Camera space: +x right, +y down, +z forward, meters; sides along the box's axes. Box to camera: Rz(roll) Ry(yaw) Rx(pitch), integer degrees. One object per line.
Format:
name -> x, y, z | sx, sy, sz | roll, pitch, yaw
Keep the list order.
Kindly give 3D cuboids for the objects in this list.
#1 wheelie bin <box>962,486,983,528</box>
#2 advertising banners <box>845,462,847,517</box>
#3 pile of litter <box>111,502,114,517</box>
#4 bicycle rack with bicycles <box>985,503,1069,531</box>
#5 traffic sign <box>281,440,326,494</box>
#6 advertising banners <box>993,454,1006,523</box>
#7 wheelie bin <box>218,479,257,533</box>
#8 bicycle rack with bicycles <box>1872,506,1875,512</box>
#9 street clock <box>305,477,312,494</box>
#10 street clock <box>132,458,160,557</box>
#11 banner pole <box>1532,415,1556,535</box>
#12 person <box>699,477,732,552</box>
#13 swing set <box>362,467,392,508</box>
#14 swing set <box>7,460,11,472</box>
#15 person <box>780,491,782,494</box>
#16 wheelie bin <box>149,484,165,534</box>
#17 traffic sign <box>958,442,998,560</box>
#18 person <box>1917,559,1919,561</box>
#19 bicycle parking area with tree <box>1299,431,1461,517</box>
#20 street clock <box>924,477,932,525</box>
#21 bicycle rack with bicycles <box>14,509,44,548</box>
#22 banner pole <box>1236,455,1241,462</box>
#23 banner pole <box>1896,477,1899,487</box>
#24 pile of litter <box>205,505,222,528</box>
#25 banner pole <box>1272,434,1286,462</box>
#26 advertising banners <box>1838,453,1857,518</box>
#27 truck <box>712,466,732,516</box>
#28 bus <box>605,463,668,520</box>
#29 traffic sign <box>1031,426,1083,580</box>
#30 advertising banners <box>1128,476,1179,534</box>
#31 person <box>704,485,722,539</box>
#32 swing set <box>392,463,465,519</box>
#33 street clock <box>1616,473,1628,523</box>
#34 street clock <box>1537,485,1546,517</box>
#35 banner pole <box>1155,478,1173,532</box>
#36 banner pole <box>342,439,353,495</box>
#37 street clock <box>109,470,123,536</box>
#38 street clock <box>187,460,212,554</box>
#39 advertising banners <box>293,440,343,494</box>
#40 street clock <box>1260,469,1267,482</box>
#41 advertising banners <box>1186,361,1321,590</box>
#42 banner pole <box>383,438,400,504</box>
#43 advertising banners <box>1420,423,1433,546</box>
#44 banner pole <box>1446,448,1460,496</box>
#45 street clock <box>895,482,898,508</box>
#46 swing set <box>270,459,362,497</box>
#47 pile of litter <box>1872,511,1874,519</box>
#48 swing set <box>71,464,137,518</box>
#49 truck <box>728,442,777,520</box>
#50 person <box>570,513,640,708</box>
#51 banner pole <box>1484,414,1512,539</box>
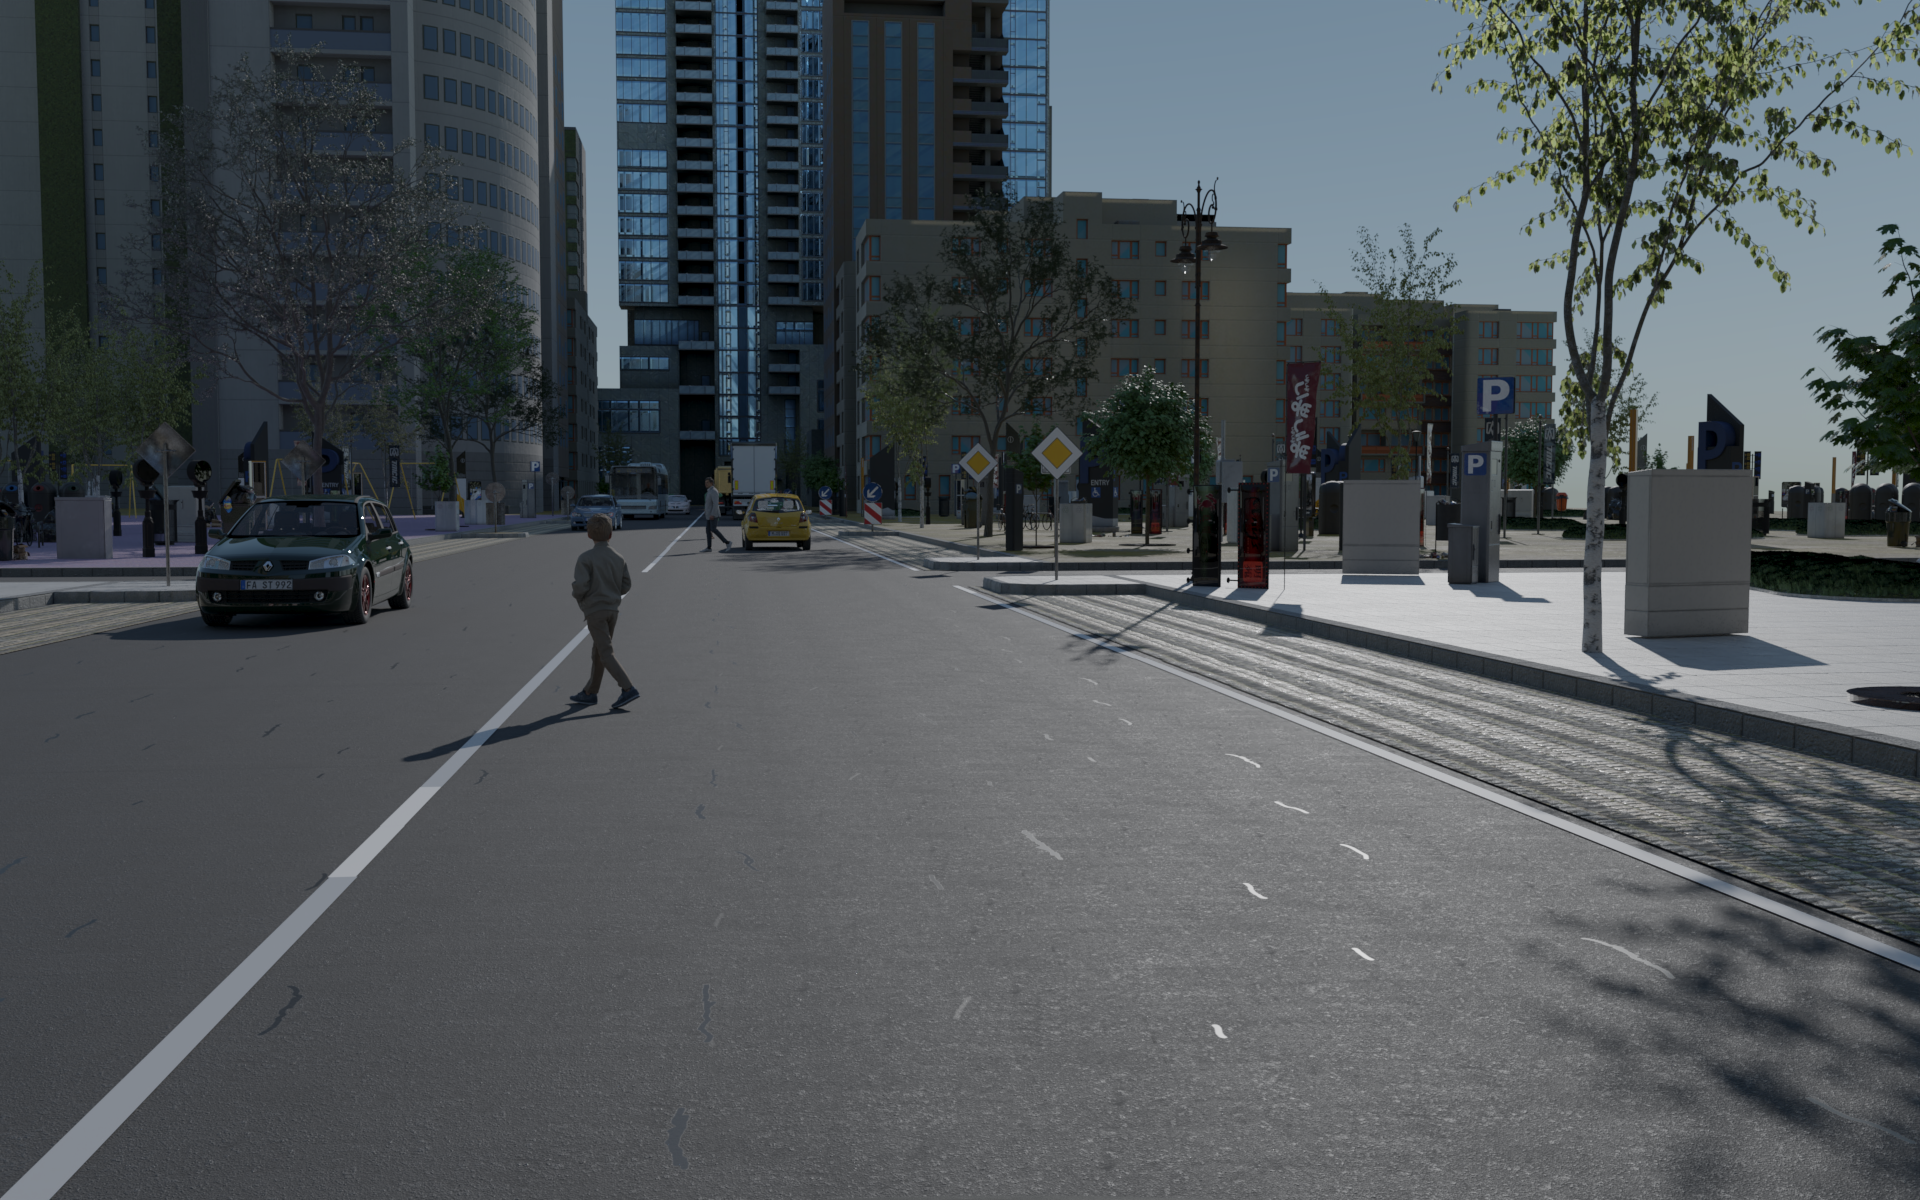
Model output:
wheelie bin -> 0.462, -3.505, 65.216 | 0.693, 1.594, 0.980 | -1, 4, -19
advertising banners -> -6.233, -6.030, 94.774 | 0.090, 3.025, 2.074 | 0, 4, -2
pile of litter -> -46.984, -4.966, 95.166 | 1.176, 0.858, 1.719 | 1, 4, 13
bicycle rack with bicycles -> 2.118, -2.922, 61.153 | 2.852, 0.926, 2.925 | -1, 4, -20
traffic sign -> -12.130, -1.736, 32.021 | 0.795, 2.450, 0.064 | 0, 4, -8
advertising banners -> 2.039, -4.937, 76.913 | 0.090, 3.025, 2.074 | 3, 5, 42
wheelie bin -> -15.618, -1.808, 37.476 | 0.693, 1.594, 0.980 | -1, 4, -12
bicycle rack with bicycles -> 50.327, -5.113, 96.977 | 2.852, 0.926, 2.925 | -1, 4, -15
street clock -> -26.306, -3.990, 69.799 | 0.358, 2.002, 0.471 | -1, 4, -22
street clock -> -16.484, -1.869, 35.136 | 0.471, 2.002, 0.358 | -3, 5, -43
banner pole -> 18.424, -3.946, 54.539 | 0.401, 3.779, 0.863 | -2, 4, -29
person -> -6.034, -2.103, 42.738 | 0.795, 1.843, 0.661 | -1, 4, -16
swing set -> -29.918, -5.357, 85.212 | 2.862, 2.851, 3.119 | 0, 4, -5
swing set -> -44.315, -5.035, 79.946 | 3.119, 2.851, 2.862 | 0, 4, 5
person -> -16.115, -8.965, 155.631 | 0.434, 1.755, 0.990 | -3, 4, -38
wheelie bin -> -25.923, -2.941, 55.987 | 0.693, 1.594, 0.980 | 0, 4, -1
traffic sign -> 0.351, -1.839, 33.707 | 0.795, 2.450, 0.064 | 0, 4, -8
person -> 18.557, -1.464, 33.114 | 0.598, 1.740, 0.731 | -1, 4, -22
bicycle parking area with tree -> 19.688, -5.768, 81.304 | 9.016, 4.147, 8.231 | 0, 4, -8
street clock -> -1.348, -4.180, 72.918 | 0.358, 2.002, 0.471 | 0, 4, -7
bicycle rack with bicycles -> -23.207, -1.722, 41.532 | 2.852, 0.926, 2.925 | -2, 4, -24
banner pole -> 17.709, -7.343, 110.080 | 0.401, 3.779, 0.863 | -1, 4, -15
banner pole -> 40.130, -5.145, 74.135 | 0.401, 3.779, 0.863 | 3, 4, 36
pile of litter -> -28.919, -3.218, 66.576 | 1.719, 0.858, 1.176 | -1, 4, -18
banner pole -> 13.240, -5.028, 72.227 | 0.863, 3.779, 0.401 | 3, 5, 42
advertising banners -> 36.418, -4.582, 71.101 | 0.090, 3.025, 2.074 | 1, 4, 11
truck -> -15.357, -7.499, 118.534 | 3.469, 3.379, 9.791 | 0, 4, -6
bus -> -18.380, -6.404, 99.563 | 2.948, 3.499, 13.247 | 0, 4, -7
traffic sign -> 1.437, -1.355, 25.796 | 0.795, 2.450, 0.064 | 0, 4, -8
advertising banners -> 6.227, -3.613, 55.258 | 2.074, 3.025, 0.090 | 3, 5, 43
person -> -7.968, -2.858, 55.475 | 0.600, 1.795, 0.529 | 1, 4, 20
swing set -> -26.877, -5.453, 86.776 | 3.119, 2.851, 2.862 | 1, 4, 12
street clock -> 23.318, -3.447, 60.928 | 0.358, 2.002, 0.471 | -3, 4, -36
street clock -> 24.907, -4.265, 74.304 | 0.358, 2.002, 0.471 | -1, 4, -21
banner pole -> 6.877, -4.204, 58.749 | 0.401, 3.779, 0.863 | -2, 4, -35
banner pole -> -27.936, -5.450, 79.127 | 0.401, 3.779, 0.863 | 1, 4, 20
street clock -> -25.729, -2.952, 52.830 | 0.358, 2.002, 0.471 | 0, 4, -4
street clock -> -16.221, -1.982, 36.978 | 0.358, 2.002, 0.471 | 2, 4, 24
advertising banners -> -21.189, -3.732, 57.209 | 0.090, 3.025, 2.074 | 2, 4, 25
street clock -> 8.910, -2.773, 49.914 | 0.471, 2.002, 0.358 | -1, 4, -21
advertising banners -> 3.960, -1.668, 23.457 | 2.074, 3.025, 0.090 | 3, 5, 42
banner pole -> -25.578, -5.374, 77.874 | 0.863, 3.779, 0.401 | -2, 4, -24
advertising banners -> 11.302, -2.828, 42.426 | 0.090, 3.025, 2.074 | 2, 4, 29
banner pole -> 26.509, -6.322, 93.374 | 0.863, 3.779, 0.401 | 2, 4, 29
street clock -> -3.858, -6.098, 104.276 | 0.471, 2.002, 0.358 | 2, 4, 32
swing set -> -28.728, -4.845, 76.830 | 3.119, 2.851, 2.862 | 0, 4, 1
pile of litter -> 45.953, -4.500, 87.548 | 1.176, 0.858, 1.719 | 0, 4, -7
swing set -> -45.494, -5.784, 92.184 | 3.119, 2.851, 2.862 | -2, 4, -32
truck -> -11.772, -6.698, 98.427 | 2.839, 4.237, 11.283 | 0, 4, -7
person -> -2.416, 0.070, 11.636 | 0.640, 1.303, 0.475 | 2, 4, 26
banner pole -> 15.524, -3.670, 50.014 | 0.863, 3.779, 0.401 | 0, 4, 2
